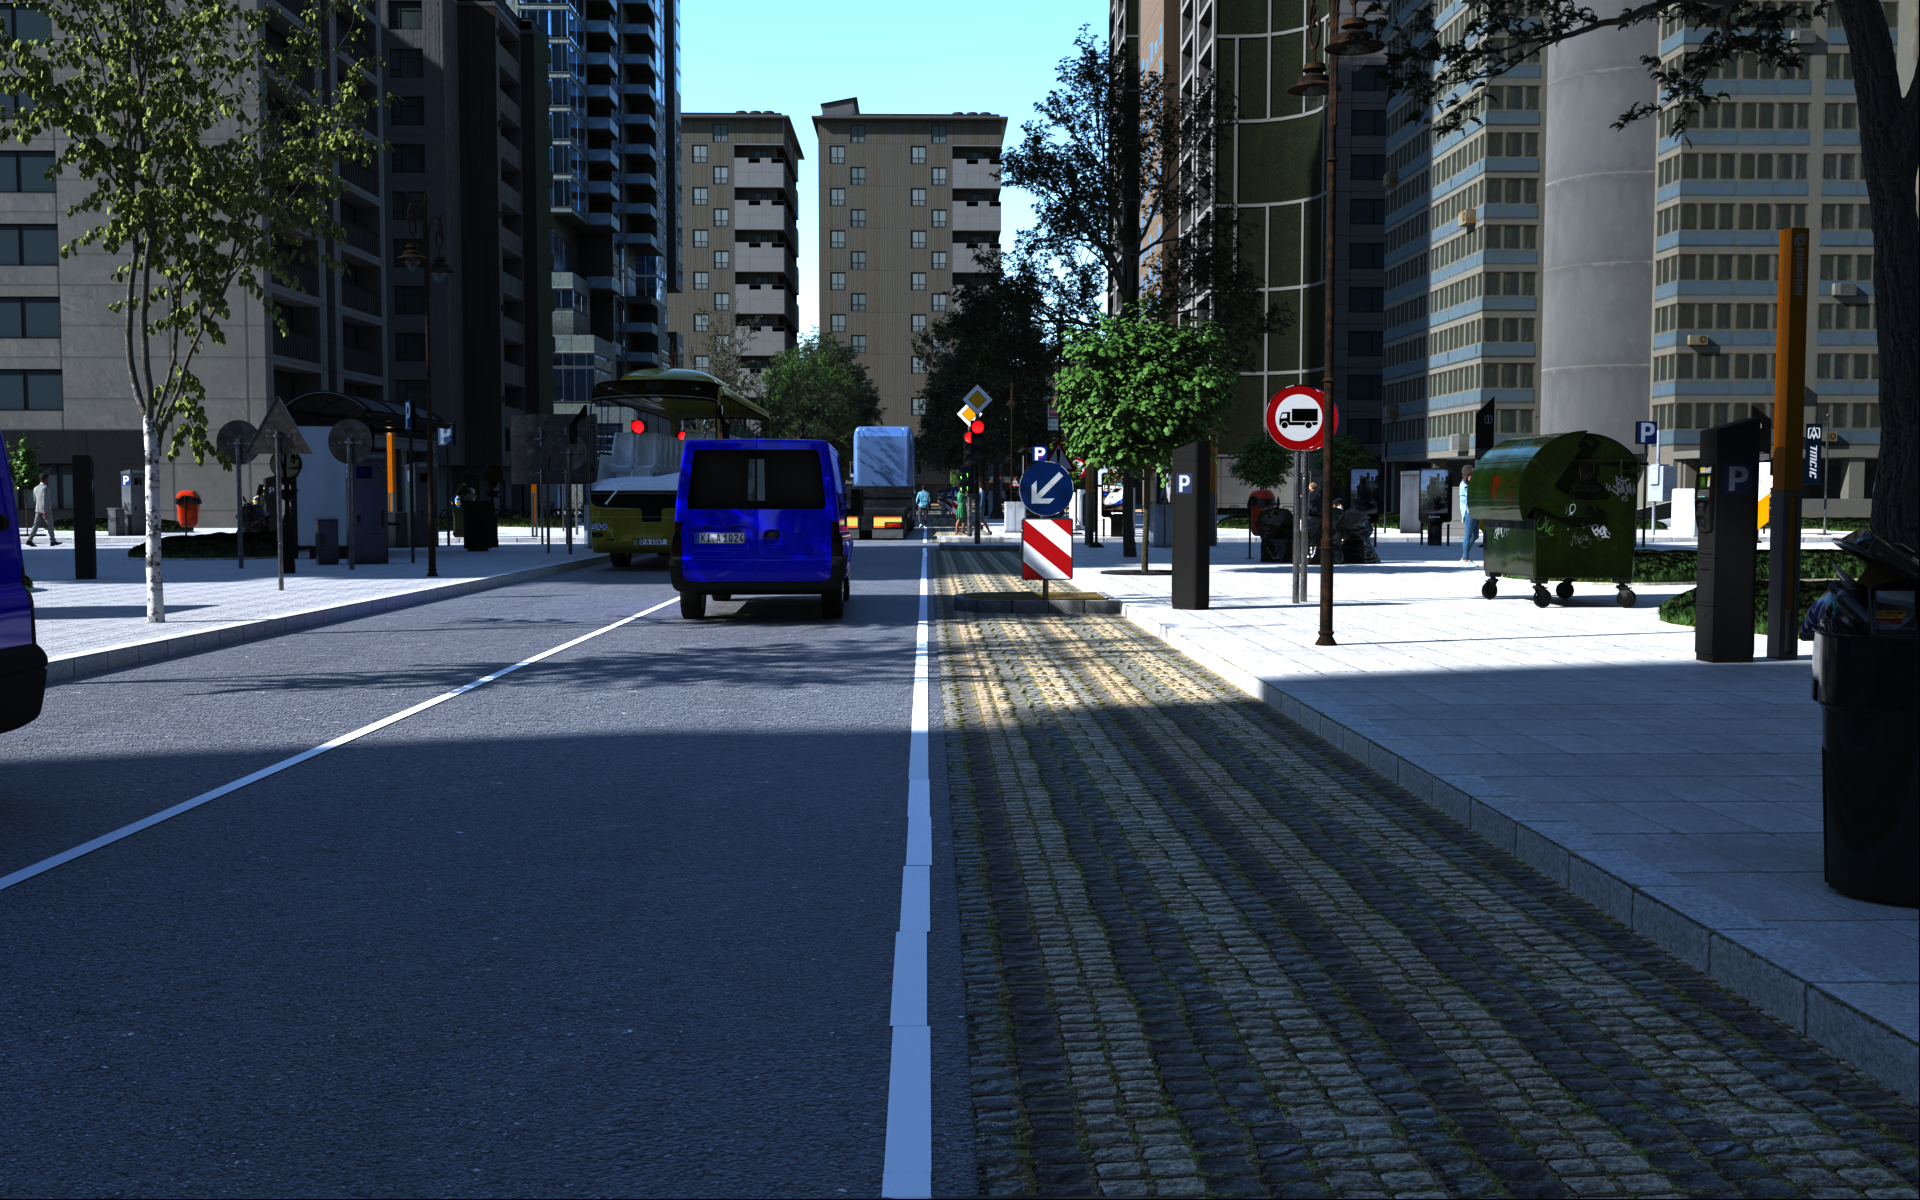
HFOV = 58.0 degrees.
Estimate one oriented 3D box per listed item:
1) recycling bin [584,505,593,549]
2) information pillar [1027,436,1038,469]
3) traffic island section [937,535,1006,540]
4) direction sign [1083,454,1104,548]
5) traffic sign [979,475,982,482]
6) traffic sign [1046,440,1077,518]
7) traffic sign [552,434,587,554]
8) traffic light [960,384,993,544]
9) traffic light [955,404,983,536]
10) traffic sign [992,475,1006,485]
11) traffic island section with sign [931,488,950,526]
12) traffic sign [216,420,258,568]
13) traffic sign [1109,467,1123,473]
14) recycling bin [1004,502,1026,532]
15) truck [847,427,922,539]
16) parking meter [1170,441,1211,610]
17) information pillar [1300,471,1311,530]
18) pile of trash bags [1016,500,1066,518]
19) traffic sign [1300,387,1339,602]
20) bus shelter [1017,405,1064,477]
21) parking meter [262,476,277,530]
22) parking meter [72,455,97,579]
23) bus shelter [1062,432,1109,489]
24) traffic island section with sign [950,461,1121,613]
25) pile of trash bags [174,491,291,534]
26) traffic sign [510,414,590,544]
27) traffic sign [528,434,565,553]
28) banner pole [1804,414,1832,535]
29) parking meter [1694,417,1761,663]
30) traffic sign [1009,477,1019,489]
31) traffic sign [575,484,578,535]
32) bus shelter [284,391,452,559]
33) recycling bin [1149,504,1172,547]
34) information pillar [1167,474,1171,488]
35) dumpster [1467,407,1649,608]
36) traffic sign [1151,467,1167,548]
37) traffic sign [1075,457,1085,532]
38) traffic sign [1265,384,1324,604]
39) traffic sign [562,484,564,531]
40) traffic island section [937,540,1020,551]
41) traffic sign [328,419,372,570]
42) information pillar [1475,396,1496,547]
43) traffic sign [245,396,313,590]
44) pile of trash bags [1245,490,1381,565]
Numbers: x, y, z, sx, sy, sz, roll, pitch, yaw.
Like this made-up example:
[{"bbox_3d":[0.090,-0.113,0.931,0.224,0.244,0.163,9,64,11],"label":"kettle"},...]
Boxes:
[{"bbox_3d":[-8.534,-1.750,41.175,0.722,1.027,0.722,-1,4,-19],"label":"recycling bin"},{"bbox_3d":[2.912,-4.811,70.017,0.504,3.616,0.183,-1,4,-16],"label":"information pillar"},{"bbox_3d":[0.312,-1.844,52.430,2.009,0.180,2.903,0,4,-1],"label":"traffic island section"},{"bbox_3d":[3.281,-3.033,41.591,0.876,3.537,0.379,-3,4,-39],"label":"direction sign"},{"bbox_3d":[0.974,-6.413,104.959,0.768,2.556,0.104,0,4,6],"label":"traffic sign"},{"bbox_3d":[2.367,-2.546,41.638,0.884,2.594,0.081,1,4,8],"label":"traffic sign"},{"bbox_3d":[-8.305,-2.247,36.839,0.768,2.556,0.104,0,4,2],"label":"traffic sign"},{"bbox_3d":[0.427,-3.389,44.332,0.839,4.253,0.868,0,4,-1],"label":"traffic light"},{"bbox_3d":[0.272,-3.877,52.315,0.839,4.253,0.868,0,4,-1],"label":"traffic light"},{"bbox_3d":[2.328,-6.388,104.447,0.884,2.594,0.081,0,4,6],"label":"traffic sign"},{"bbox_3d":[-0.174,-4.208,77.421,1.989,1.847,2.006,0,4,-1],"label":"traffic island section with sign"},{"bbox_3d":[-12.417,-1.818,29.837,0.768,2.556,0.104,0,4,-1],"label":"traffic sign"},{"bbox_3d":[5.655,-3.738,61.216,0.768,2.556,0.104,0,4,4],"label":"traffic sign"},{"bbox_3d":[1.858,-2.796,58.265,0.722,1.027,0.722,0,4,1],"label":"recycling bin"},{"bbox_3d":[-3.005,-4.491,63.189,2.967,4.110,18.799,0,4,0],"label":"truck"},{"bbox_3d":[2.564,-0.831,19.290,0.255,1.863,0.399,-3,5,-42],"label":"parking meter"},{"bbox_3d":[11.148,-3.153,56.049,0.304,2.012,0.304,-1,4,-12],"label":"information pillar"},{"bbox_3d":[2.767,-3.153,61.301,1.912,1.369,3.447,0,4,-2],"label":"pile of trash bags"},{"bbox_3d":[4.099,-1.252,20.582,0.768,2.556,0.104,0,4,3],"label":"traffic sign"},{"bbox_3d":[3.642,-6.011,75.919,2.179,5.291,8.768,0,4,-1],"label":"bus shelter"},{"bbox_3d":[-21.461,-2.946,53.883,0.399,1.863,0.255,-3,4,-37],"label":"parking meter"},{"bbox_3d":[-13.237,-1.252,26.182,0.255,1.863,0.399,-1,4,-20],"label":"parking meter"},{"bbox_3d":[5.058,-4.641,67.157,1.731,3.624,6.357,0,4,-1],"label":"bus shelter"},{"bbox_3d":[0.920,-0.794,21.615,1.989,1.847,2.006,0,4,-1],"label":"traffic island section with sign"},{"bbox_3d":[-18.045,-2.085,43.839,3.447,1.369,1.912,-1,4,-9],"label":"pile of trash bags"},{"bbox_3d":[-10.323,-3.067,44.019,2.265,3.308,0.079,0,4,4],"label":"traffic sign"},{"bbox_3d":[-8.960,-2.302,37.649,0.884,2.594,0.081,0,4,6],"label":"traffic sign"},{"bbox_3d":[26.799,-3.918,54.070,0.863,3.779,0.401,1,4,11],"label":"banner pole"},{"bbox_3d":[5.852,-0.460,13.236,0.399,1.863,0.255,0,4,-5],"label":"parking meter"},{"bbox_3d":[4.008,-7.752,126.749,0.884,2.594,0.081,0,4,7],"label":"traffic sign"},{"bbox_3d":[-12.073,-3.327,54.505,0.768,2.556,0.104,0,4,7],"label":"traffic sign"},{"bbox_3d":[-12.511,-2.616,36.700,2.014,3.302,5.546,0,4,-1],"label":"bus shelter"},{"bbox_3d":[5.000,-1.802,42.016,0.722,1.027,0.722,0,4,-3],"label":"recycling bin"},{"bbox_3d":[6.979,-4.054,57.640,0.183,3.616,0.504,2,4,34],"label":"information pillar"},{"bbox_3d":[6.961,-1.086,20.251,1.502,2.255,1.985,0,4,-1],"label":"dumpster"},{"bbox_3d":[4.849,-2.504,40.943,0.884,2.594,0.081,0,4,1],"label":"traffic sign"},{"bbox_3d":[3.981,-3.616,59.222,0.768,2.556,0.104,0,4,5],"label":"traffic sign"},{"bbox_3d":[3.940,-1.231,20.234,0.768,2.556,0.104,0,4,2],"label":"traffic sign"},{"bbox_3d":[-13.647,-3.641,59.531,0.884,2.594,0.081,0,4,4],"label":"traffic sign"},{"bbox_3d":[0.468,-1.356,44.446,2.009,0.180,2.903,0,4,-1],"label":"traffic island section"},{"bbox_3d":[-10.341,-1.790,29.379,0.768,2.556,0.104,0,4,4],"label":"traffic sign"},{"bbox_3d":[12.621,-3.074,41.607,0.504,3.616,0.183,3,5,42],"label":"information pillar"},{"bbox_3d":[-9.042,-1.406,23.000,0.884,2.594,0.081,0,4,0],"label":"traffic sign"},{"bbox_3d":[6.465,-1.425,33.045,1.912,1.369,3.447,-1,4,-21],"label":"pile of trash bags"}]
